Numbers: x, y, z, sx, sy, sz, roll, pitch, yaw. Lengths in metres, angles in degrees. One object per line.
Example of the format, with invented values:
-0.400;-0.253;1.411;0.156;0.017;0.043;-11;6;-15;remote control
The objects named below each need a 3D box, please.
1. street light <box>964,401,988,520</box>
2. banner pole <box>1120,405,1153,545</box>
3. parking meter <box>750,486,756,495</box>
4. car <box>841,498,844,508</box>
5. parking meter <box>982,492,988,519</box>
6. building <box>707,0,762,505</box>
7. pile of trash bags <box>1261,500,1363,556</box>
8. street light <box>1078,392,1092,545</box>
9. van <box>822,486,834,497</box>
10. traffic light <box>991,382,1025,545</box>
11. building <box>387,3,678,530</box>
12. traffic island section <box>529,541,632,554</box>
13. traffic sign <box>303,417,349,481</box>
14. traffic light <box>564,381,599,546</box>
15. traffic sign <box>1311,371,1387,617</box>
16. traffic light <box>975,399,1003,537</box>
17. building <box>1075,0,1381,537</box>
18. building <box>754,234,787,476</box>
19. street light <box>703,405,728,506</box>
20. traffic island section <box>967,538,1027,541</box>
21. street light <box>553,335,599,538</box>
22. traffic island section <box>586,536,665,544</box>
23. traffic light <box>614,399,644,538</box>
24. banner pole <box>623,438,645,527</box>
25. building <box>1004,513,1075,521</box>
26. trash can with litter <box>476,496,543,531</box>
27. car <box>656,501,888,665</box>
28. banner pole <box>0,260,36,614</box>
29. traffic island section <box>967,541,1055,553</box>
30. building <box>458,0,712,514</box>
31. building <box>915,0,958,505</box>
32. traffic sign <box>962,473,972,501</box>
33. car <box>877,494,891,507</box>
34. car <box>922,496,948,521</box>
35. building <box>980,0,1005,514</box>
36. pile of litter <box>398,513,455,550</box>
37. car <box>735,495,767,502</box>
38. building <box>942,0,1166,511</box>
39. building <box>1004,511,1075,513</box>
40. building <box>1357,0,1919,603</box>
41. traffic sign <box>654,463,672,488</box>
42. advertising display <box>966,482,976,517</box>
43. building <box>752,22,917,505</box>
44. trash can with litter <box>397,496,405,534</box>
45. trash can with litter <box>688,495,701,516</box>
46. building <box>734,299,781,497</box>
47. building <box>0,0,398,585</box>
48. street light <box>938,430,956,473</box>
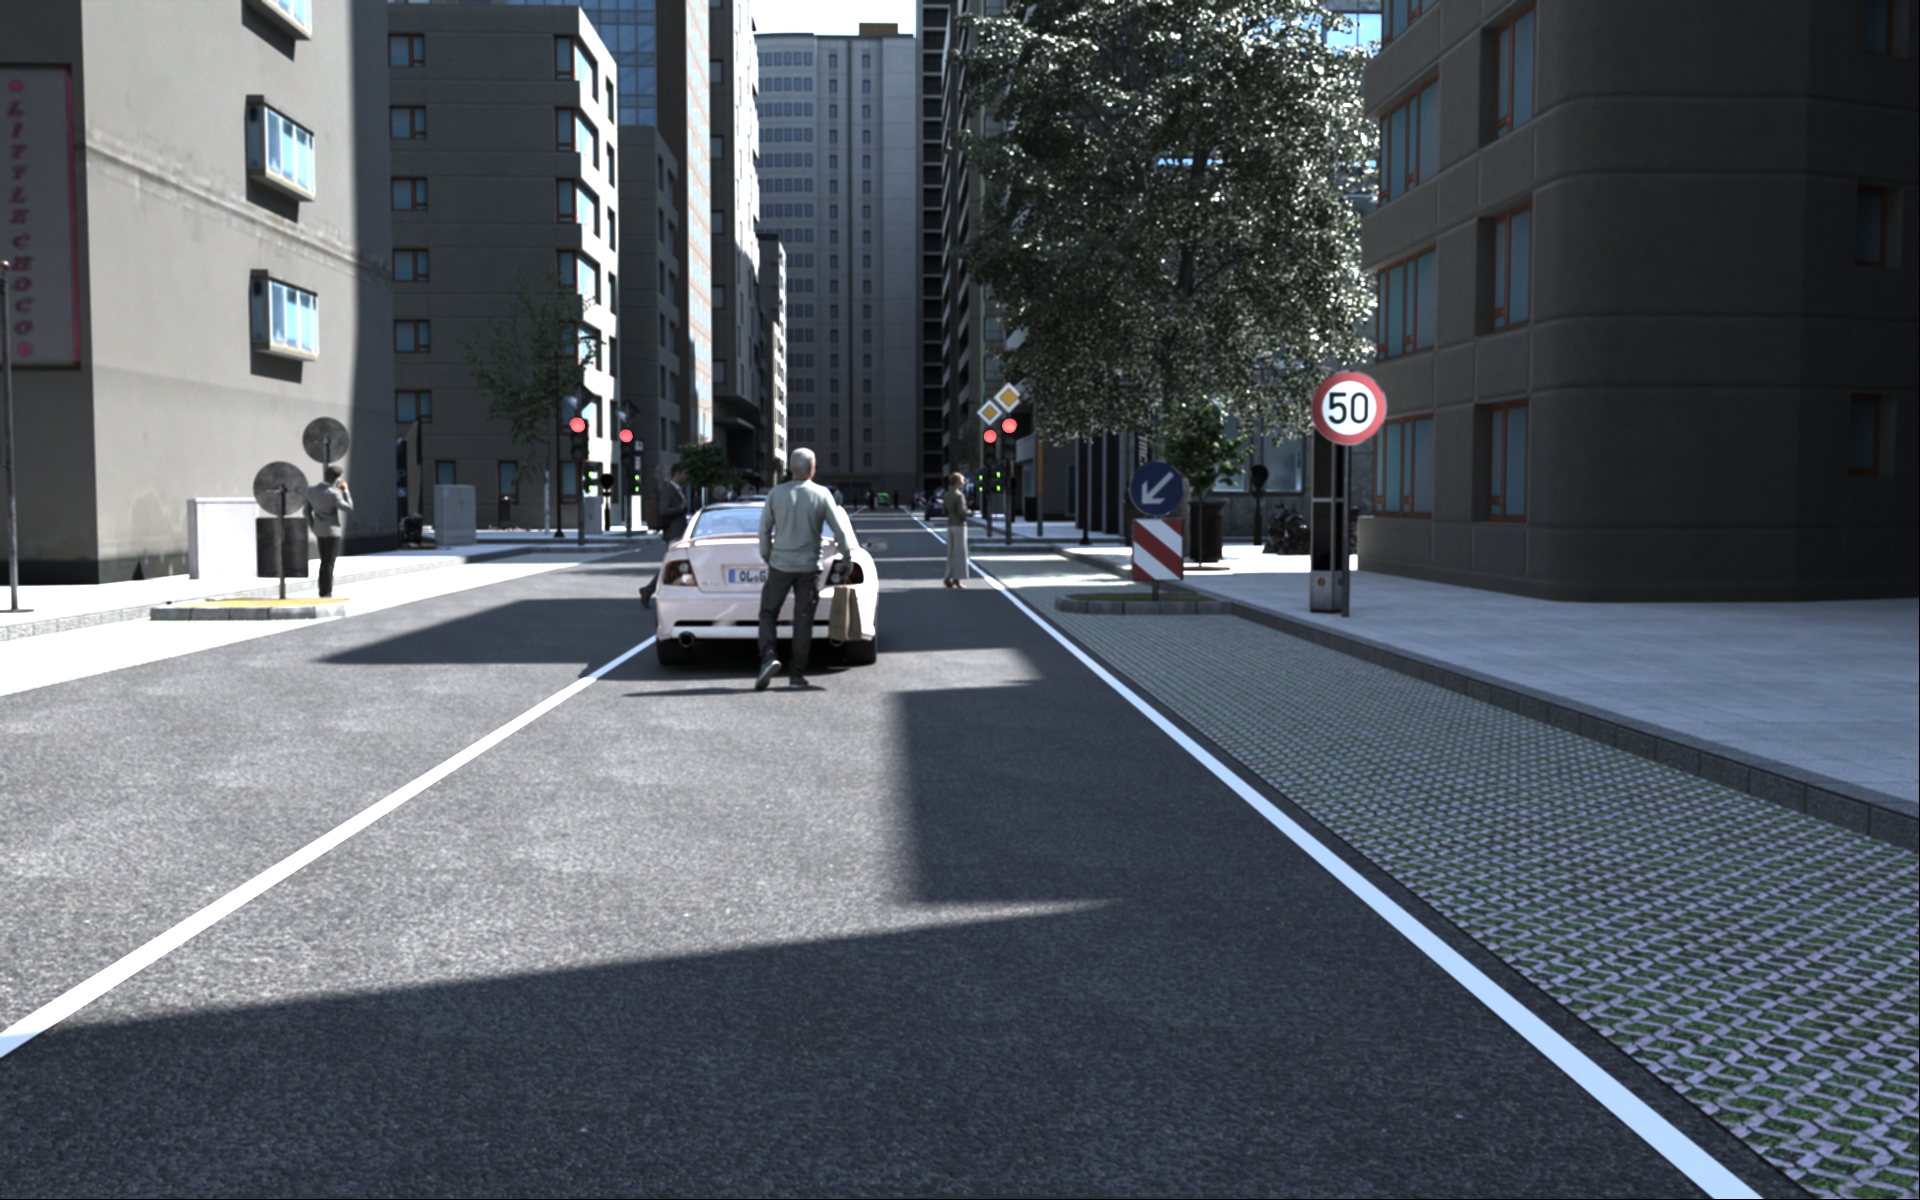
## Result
0.886;-6.978;86.630;1.470;5.913;1.316;0;4;-2;street light
4.505;-3.308;44.098;0.863;3.779;0.401;0;4;-1;banner pole
-14.595;-7.113;122.004;0.399;1.863;0.255;2;4;26;parking meter
-11.242;-8.865;153.734;1.959;1.807;4.718;0;4;-4;car
1.323;-4.983;89.875;0.372;1.533;0.369;0;3;0;parking meter
-30.315;-33.579;138.254;28.713;52.752;27.495;0;4;-2;building
7.538;-1.627;36.349;1.912;1.369;3.447;0;4;-1;pile of trash bags
2.623;-4.339;43.489;1.470;5.913;1.316;0;4;-2;street light
-10.465;-7.860;132.900;2.240;2.365;5.245;0;4;-4;van
1.199;-3.335;43.441;0.839;4.253;0.868;0;4;-2;traffic light
-27.883;-14.092;75.448;27.650;21.520;28.899;0;4;-2;building
-9.443;-1.274;43.106;2.009;0.180;2.903;0;4;-2;traffic island section
-10.503;-1.749;28.704;0.768;2.556;0.104;0;4;-1;traffic sign
-9.402;-3.306;42.973;0.839;4.253;0.868;0;4;-2;traffic light
4.019;-1.093;17.984;0.768;2.556;0.104;0;4;7;traffic sign
0.857;-3.823;51.419;0.839;4.253;0.868;0;4;-2;traffic light
19.833;-45.729;60.335;31.000;86.520;22.319;0;4;-2;building
-26.538;-25.786;193.297;14.107;30.474;14.160;0;4;-2;building
-12.817;-7.216;90.515;1.470;5.913;1.316;0;4;-2;street light
0.898;-1.789;51.534;2.009;0.180;2.903;0;4;-2;traffic island section
-11.248;-4.785;50.778;1.470;5.913;1.316;0;4;-2;street light
-9.784;-1.762;51.084;2.009;0.180;2.903;0;4;-2;traffic island section
-9.743;-3.794;50.951;0.839;4.253;0.868;0;4;-2;traffic light
-12.850;-4.784;68.238;0.863;3.779;0.401;-1;4;-10;banner pole
13.698;-28.549;90.484;21.300;48.544;21.600;0;4;-2;building
-15.715;-3.038;60.734;2.233;1.210;1.678;2;4;24;trash can with litter
-1.698;-0.220;15.961;2.083;1.381;4.827;0;4;-3;car
-10.246;-1.738;18.427;0.401;3.779;0.863;0;4;0;banner pole
1.239;-1.301;43.557;2.009;0.180;2.903;0;4;-2;traffic island section
-24.220;-28.428;114.903;14.600;45.320;14.200;0;4;-2;building
4.650;-47.841;220.457;20.611;71.187;20.563;0;4;-2;building
0.339;-6.357;104.034;0.768;2.556;0.104;0;4;-2;traffic sign
-8.857;-11.501;196.841;1.959;1.807;4.718;0;4;-2;car
-1.034;-4.895;92.616;1.945;1.354;3.894;0;4;-2;car
8.283;-26.465;116.294;14.154;41.232;14.086;0;4;-2;building
-12.565;-1.591;39.985;1.719;0.858;1.176;0;4;-5;pile of litter
-6.360;-2.594;54.410;2.014;1.417;4.499;0;4;-3;car
9.273;-33.207;166.635;21.300;48.544;21.600;0;4;-2;building
10.897;-31.891;145.125;21.300;48.544;21.600;0;4;-2;building
21.154;-10.387;14.873;27.650;21.520;28.899;0;4;-2;building
-12.367;-4.404;72.109;0.768;2.556;0.104;0;4;-1;traffic sign
0.595;-5.569;96.264;0.123;1.923;0.974;-2;4;-28;advertising display
-19.746;-41.467;219.979;28.212;58.520;21.231;0;4;-2;building
-18.283;-2.747;55.978;1.678;1.210;2.233;-1;4;-20;trash can with litter
-15.595;-5.469;100.483;2.233;1.210;1.678;0;4;-1;trash can with litter
-32.089;-19.710;167.301;27.650;21.520;28.899;0;4;-2;building
-22.800;-24.654;26.800;21.600;48.544;21.300;0;4;-2;building
-0.885;-9.395;126.149;1.470;5.913;1.316;0;4;-2;street light
